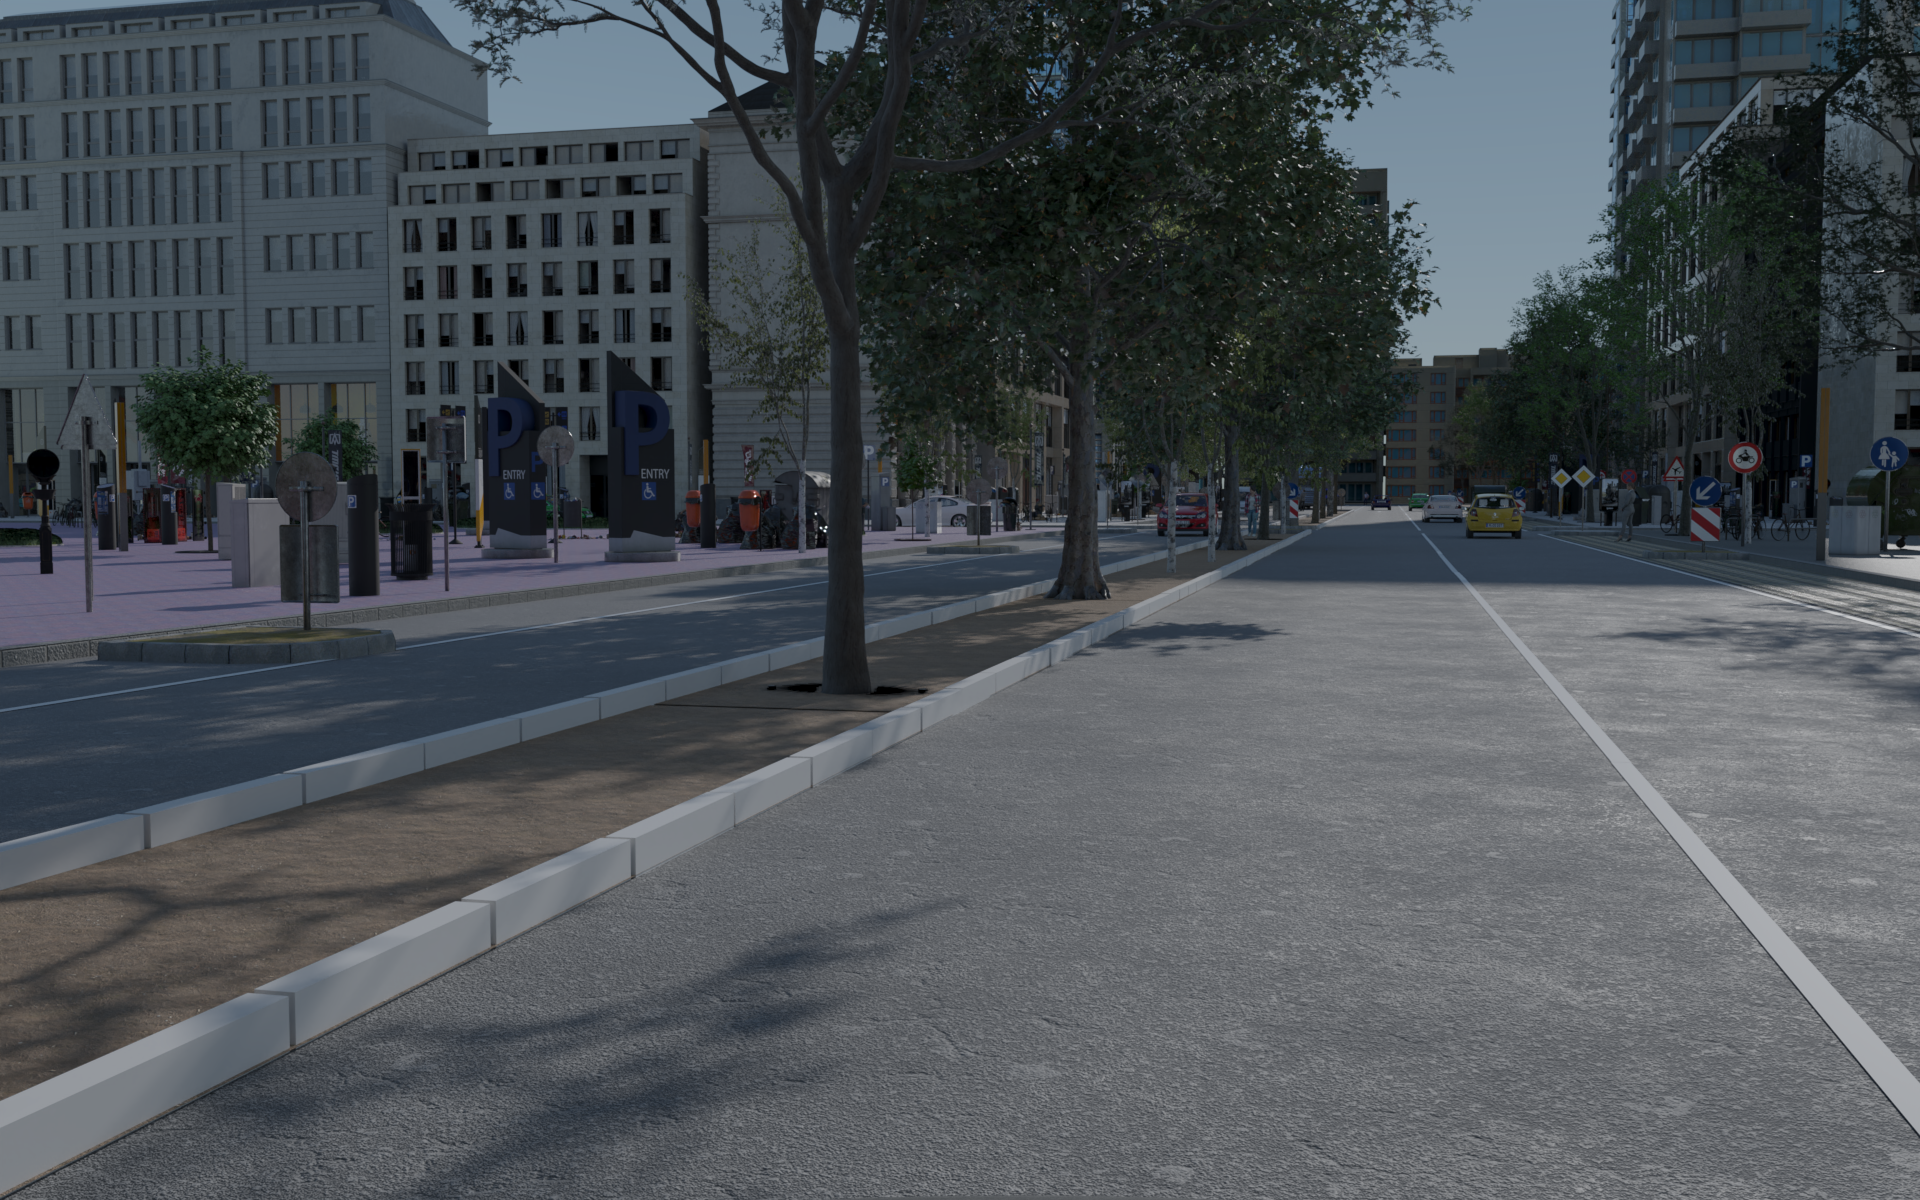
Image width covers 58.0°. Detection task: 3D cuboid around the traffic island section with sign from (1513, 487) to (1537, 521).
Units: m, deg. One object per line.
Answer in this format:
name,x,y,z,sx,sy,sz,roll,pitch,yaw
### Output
traffic island section with sign,29.499,-5.090,91.854,1.989,1.847,2.006,1,4,14

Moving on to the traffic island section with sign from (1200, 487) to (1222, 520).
traffic island section with sign,13.602,-5.327,95.730,1.989,1.847,2.006,1,4,14

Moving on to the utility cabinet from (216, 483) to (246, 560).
utility cabinet,-14.245,-1.544,33.927,0.318,1.500,1.173,-1,4,-11

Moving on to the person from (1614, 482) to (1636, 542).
person,19.887,-2.631,51.790,0.573,1.790,0.520,1,4,22

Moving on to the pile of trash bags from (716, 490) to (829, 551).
pile of trash bags,-4.275,-1.865,40.243,1.912,1.369,3.447,1,4,17

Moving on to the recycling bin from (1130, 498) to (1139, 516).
recycling bin,10.430,-5.444,101.558,0.722,1.027,0.722,-2,4,-26

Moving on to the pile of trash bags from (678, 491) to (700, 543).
pile of trash bags,-6.463,-2.165,45.145,1.912,1.369,3.447,1,4,9

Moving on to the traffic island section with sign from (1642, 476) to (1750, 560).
traffic island section with sign,16.284,-1.823,38.439,1.989,1.847,2.006,1,4,14

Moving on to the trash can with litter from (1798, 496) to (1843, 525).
trash can with litter,35.851,-3.701,71.568,1.678,1.210,2.233,-3,4,-39

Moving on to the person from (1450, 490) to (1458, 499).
person,47.164,-9.609,165.591,1.348,1.826,0.705,-2,4,-27

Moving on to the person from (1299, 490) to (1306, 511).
person,28.336,-8.236,143.338,0.592,1.802,0.473,-1,4,-9

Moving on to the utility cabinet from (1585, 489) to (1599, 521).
utility cabinet,30.297,-4.504,82.317,0.318,1.500,1.173,-2,4,-31

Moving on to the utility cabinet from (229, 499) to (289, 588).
utility cabinet,-9.787,-0.800,24.235,0.306,1.237,1.020,1,4,11

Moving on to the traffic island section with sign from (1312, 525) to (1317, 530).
traffic island section with sign,13.416,-3.788,70.078,2.006,1.907,1.989,1,4,14

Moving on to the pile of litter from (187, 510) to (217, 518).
pile of litter,-41.247,-4.890,93.921,1.719,0.858,1.176,1,4,11

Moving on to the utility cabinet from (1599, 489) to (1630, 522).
utility cabinet,29.984,-4.314,79.218,1.173,1.500,0.318,1,4,9

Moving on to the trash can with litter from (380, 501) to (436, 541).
trash can with litter,-15.265,-2.247,47.794,1.678,1.210,2.233,-2,4,-35

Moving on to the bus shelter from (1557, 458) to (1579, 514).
bus shelter,39.056,-7.355,111.539,1.731,3.624,6.357,1,4,14

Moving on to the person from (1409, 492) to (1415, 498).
person,54.294,-12.122,207.421,0.721,1.735,1.217,-3,4,-36

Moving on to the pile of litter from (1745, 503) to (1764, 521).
pile of litter,38.199,-4.247,83.407,1.176,0.858,1.719,3,4,39

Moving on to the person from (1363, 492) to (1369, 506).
person,50.822,-12.688,216.879,0.436,1.711,0.756,-2,4,-31

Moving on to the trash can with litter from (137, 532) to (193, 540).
trash can with litter,-22.415,-2.300,48.665,2.233,1.210,1.678,1,4,9

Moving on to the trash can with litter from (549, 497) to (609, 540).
trash can with litter,-10.684,-2.343,49.358,2.233,1.210,1.678,0,4,2

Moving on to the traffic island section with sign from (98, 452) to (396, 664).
traffic island section with sign,-6.237,-0.426,15.594,1.989,1.847,2.006,1,4,14

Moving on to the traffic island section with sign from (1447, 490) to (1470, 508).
traffic island section with sign,48.193,-9.709,167.364,1.989,1.847,2.006,1,4,14

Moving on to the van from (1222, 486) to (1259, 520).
van,15.218,-5.297,93.624,2.013,2.044,4.112,1,4,14

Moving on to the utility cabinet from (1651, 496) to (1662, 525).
utility cabinet,28.995,-3.726,72.085,0.306,1.237,1.020,1,4,17

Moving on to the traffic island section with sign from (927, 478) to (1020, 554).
traffic island section with sign,0.391,-2.061,42.320,1.989,1.847,2.006,1,4,14

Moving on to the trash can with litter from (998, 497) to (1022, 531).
trash can with litter,1.762,-2.972,59.986,0.624,1.170,1.055,1,4,21

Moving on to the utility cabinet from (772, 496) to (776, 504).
utility cabinet,-6.764,-3.271,64.642,0.306,1.237,1.020,-3,5,-42

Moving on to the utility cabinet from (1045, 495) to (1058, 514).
utility cabinet,5.998,-6.210,112.701,1.020,1.237,0.306,3,5,41

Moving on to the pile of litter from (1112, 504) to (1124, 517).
pile of litter,8.790,-5.022,96.071,1.176,0.858,1.719,0,4,-3

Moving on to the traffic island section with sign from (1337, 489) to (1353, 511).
traffic island section with sign,31.464,-8.250,143.025,2.006,1.907,1.989,1,4,14

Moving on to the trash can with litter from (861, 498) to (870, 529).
trash can with litter,-3.466,-2.869,58.300,0.624,1.170,1.055,1,4,13

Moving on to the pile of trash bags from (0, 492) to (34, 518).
pile of trash bags,-52.121,-5.146,93.896,3.447,1.369,1.912,-2,4,-32

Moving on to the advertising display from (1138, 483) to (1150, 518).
advertising display,9.835,-5.370,93.019,0.974,1.923,0.123,-3,4,-38

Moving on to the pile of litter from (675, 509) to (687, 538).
pile of litter,-8.390,-2.275,51.167,1.176,0.858,1.719,2,4,30

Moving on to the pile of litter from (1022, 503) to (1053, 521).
pile of litter,3.723,-4.297,84.224,1.176,0.858,1.719,-3,5,-40

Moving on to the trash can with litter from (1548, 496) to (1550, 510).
trash can with litter,40.932,-6.622,119.650,0.624,1.170,1.055,1,4,17

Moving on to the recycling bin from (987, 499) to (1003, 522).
recycling bin,1.658,-4.192,81.099,0.722,1.027,0.722,2,4,29

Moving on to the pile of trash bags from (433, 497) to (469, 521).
pile of trash bags,-23.819,-4.455,82.585,3.447,1.369,1.912,0,4,8

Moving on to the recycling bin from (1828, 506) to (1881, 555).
recycling bin,18.941,-1.475,36.669,0.722,1.027,0.722,-1,4,-20

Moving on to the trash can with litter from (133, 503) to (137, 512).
trash can with litter,-29.690,-3.118,62.373,1.055,1.170,0.624,-3,4,-38

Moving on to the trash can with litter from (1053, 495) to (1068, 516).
trash can with litter,6.442,-5.646,103.363,2.233,1.210,1.678,3,4,38

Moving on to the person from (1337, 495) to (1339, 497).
person,47.315,-12.735,216.585,0.709,1.838,0.599,3,4,37

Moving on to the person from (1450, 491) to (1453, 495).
person,54.488,-11.175,191.884,0.621,1.740,0.551,0,4,-1

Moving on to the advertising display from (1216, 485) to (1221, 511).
advertising display,19.149,-7.528,128.299,0.123,1.923,0.974,-1,4,-10

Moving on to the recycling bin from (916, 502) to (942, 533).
recycling bin,-1.026,-2.705,56.773,0.722,1.027,0.722,1,4,13

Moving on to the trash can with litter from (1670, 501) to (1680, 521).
trash can with litter,33.332,-4.274,81.267,0.624,1.170,1.055,-2,4,-33

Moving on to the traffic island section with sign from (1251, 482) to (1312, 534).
traffic island section with sign,11.626,-3.349,62.889,2.006,1.907,1.989,1,4,14

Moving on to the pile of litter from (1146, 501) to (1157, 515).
pile of litter,11.540,-5.654,106.405,1.176,0.858,1.719,-2,4,-33

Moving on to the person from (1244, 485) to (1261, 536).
person,9.895,-3.007,58.496,0.563,1.720,0.643,2,4,24

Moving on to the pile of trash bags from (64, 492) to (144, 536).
pile of trash bags,-25.732,-2.672,53.433,1.912,1.369,3.447,0,4,-1

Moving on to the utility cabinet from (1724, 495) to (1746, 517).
utility cabinet,38.031,-4.511,84.922,1.020,1.237,0.306,1,4,22

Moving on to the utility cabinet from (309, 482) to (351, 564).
utility cabinet,-11.328,-1.402,31.594,0.318,1.500,1.173,3,5,43

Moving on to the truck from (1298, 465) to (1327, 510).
truck,33.777,-10.803,166.386,2.967,4.110,18.799,1,4,12
